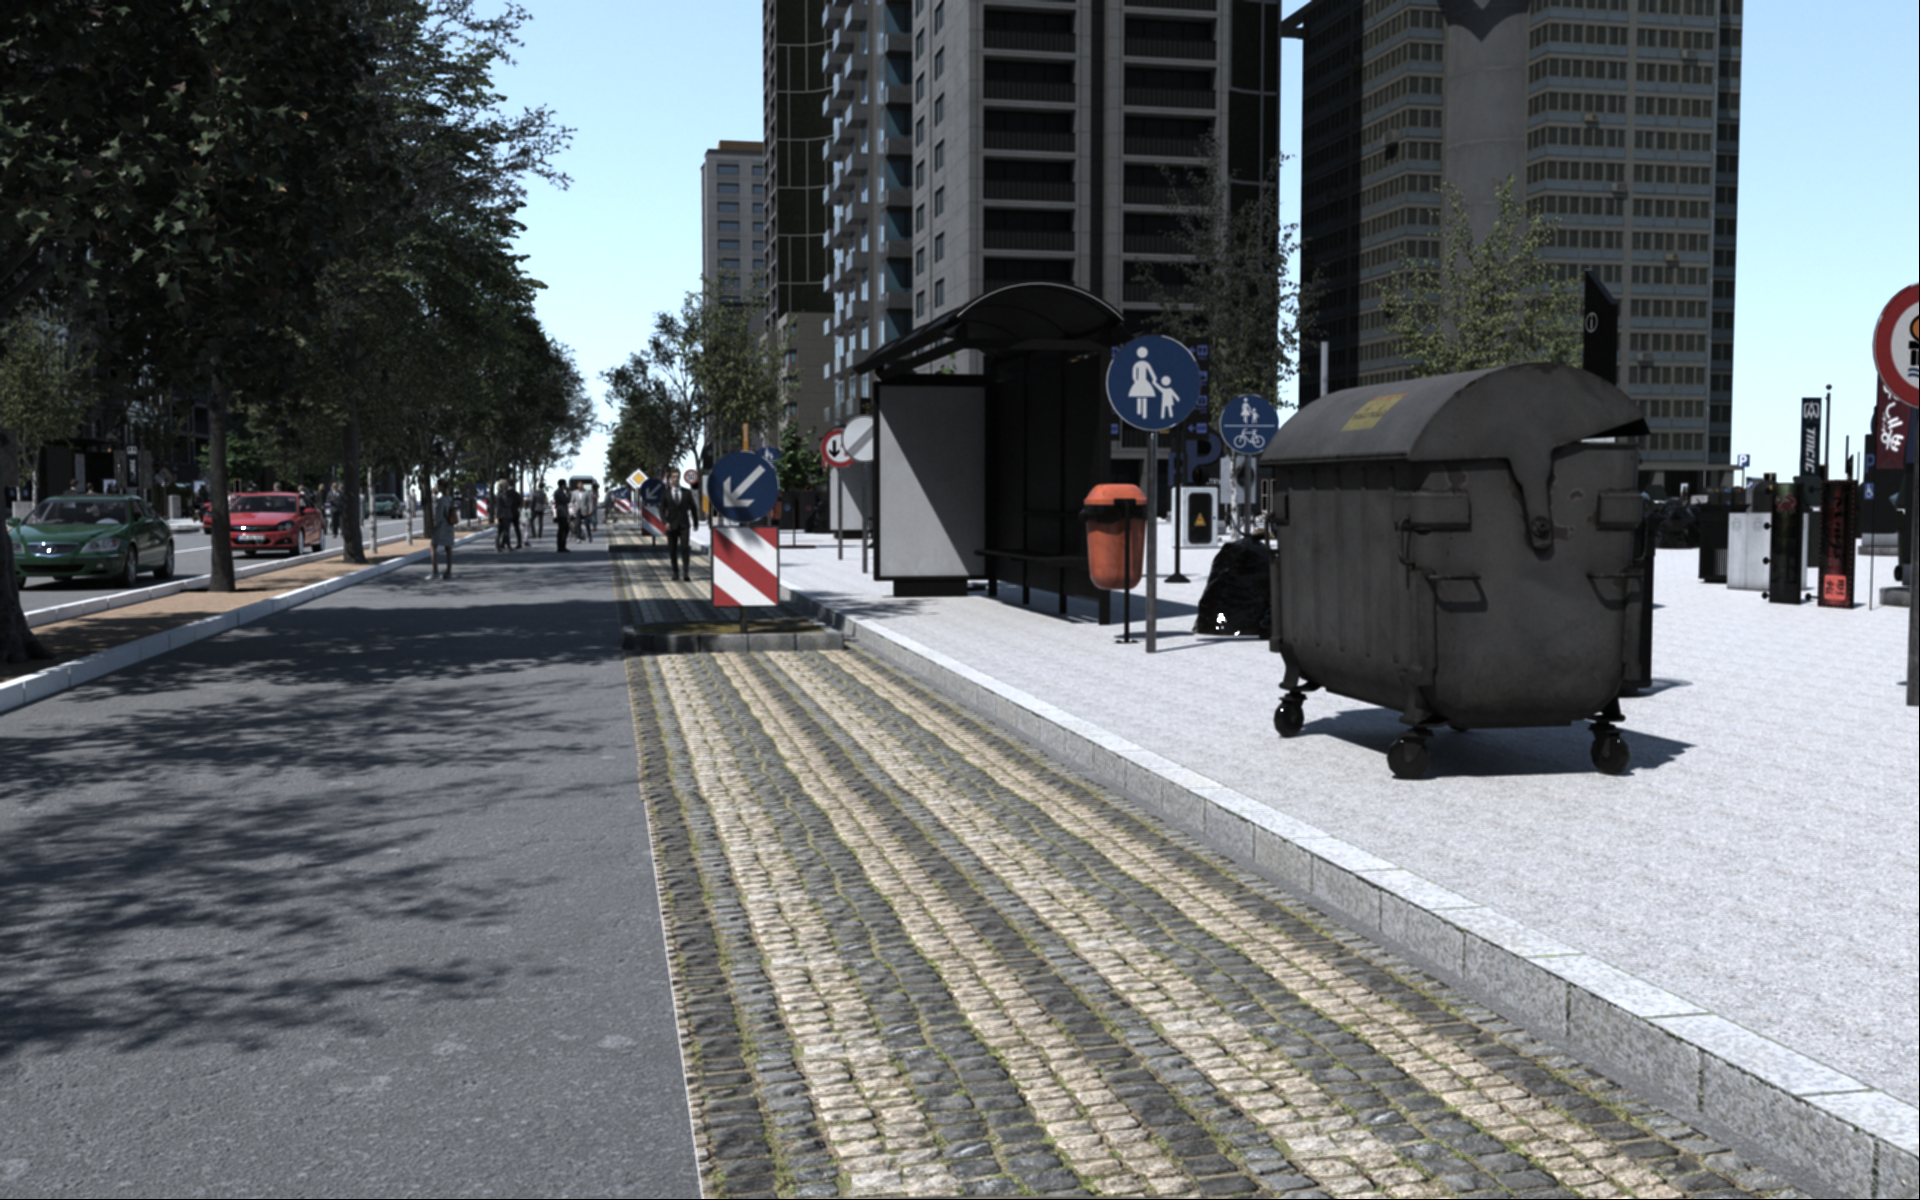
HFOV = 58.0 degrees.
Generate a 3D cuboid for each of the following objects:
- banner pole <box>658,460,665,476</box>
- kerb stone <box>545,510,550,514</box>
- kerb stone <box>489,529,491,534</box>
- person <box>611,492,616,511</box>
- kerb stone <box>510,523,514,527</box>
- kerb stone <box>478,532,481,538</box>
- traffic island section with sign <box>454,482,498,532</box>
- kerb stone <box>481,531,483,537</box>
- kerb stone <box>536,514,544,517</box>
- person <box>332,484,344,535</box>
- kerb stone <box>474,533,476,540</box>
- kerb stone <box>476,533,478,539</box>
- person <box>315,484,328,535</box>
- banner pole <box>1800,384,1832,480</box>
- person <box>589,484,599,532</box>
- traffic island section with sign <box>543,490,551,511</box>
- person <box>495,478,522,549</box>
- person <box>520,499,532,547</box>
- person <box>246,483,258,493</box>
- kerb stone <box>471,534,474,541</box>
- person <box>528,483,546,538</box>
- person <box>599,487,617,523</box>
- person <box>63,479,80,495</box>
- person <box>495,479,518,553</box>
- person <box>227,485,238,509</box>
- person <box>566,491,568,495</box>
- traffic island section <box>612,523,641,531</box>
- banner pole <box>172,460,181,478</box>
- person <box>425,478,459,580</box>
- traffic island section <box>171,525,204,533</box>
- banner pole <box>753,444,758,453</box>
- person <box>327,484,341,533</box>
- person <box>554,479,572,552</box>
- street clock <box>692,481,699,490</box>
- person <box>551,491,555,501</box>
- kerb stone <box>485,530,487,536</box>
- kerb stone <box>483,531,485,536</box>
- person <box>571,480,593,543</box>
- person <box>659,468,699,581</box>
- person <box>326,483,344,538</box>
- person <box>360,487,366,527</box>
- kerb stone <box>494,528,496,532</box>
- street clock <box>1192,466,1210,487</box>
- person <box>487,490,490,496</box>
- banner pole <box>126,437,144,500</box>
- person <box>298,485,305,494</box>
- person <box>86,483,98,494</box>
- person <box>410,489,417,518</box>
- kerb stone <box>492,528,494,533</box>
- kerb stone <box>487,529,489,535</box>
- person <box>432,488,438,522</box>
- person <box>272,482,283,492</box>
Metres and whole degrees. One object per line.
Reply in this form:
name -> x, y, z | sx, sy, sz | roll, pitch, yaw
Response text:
banner pole -> -21.966, -8.369, 126.856 | 0.401, 3.779, 0.863 | -1, 4, -18
kerb stone -> -30.879, -6.550, 129.292 | 0.120, 0.150, 1.000 | -1, 4, -12
kerb stone -> -16.579, -2.343, 60.503 | 0.120, 0.150, 1.000 | -1, 4, -12
person -> -28.797, -8.147, 143.513 | 0.589, 1.601, 0.330 | 0, 4, -7
kerb stone -> -20.654, -3.540, 80.145 | 0.120, 0.150, 1.000 | -1, 4, -12
kerb stone -> -15.531, -2.036, 55.477 | 0.120, 0.150, 1.000 | -1, 4, -12
traffic island section with sign -> -18.935, -3.573, 66.557 | 2.006, 1.907, 1.989 | -1, 4, -12
kerb stone -> -15.751, -2.097, 56.495 | 0.120, 0.150, 1.000 | -1, 4, -12
kerb stone -> -27.950, -5.689, 115.242 | 0.120, 0.150, 1.000 | -1, 4, -12
person -> -21.609, -3.153, 60.448 | 0.834, 1.777, 0.661 | 3, 5, 44
kerb stone -> -15.121, -1.913, 53.470 | 0.120, 0.150, 1.000 | -1, 4, -12
kerb stone -> -15.330, -1.974, 54.474 | 0.120, 0.150, 1.000 | -1, 4, -12
person -> -22.748, -3.230, 61.529 | 0.699, 1.804, 1.509 | -1, 4, -10
banner pole -> 19.557, -3.029, 39.539 | 0.863, 3.779, 0.401 | 0, 4, -3
person -> -14.030, -3.534, 66.296 | 0.388, 1.821, 0.555 | -3, 5, -40
traffic island section with sign -> -35.729, -8.517, 147.383 | 2.006, 1.907, 1.989 | -1, 4, -12
person -> -11.805, -2.267, 45.346 | 0.755, 1.850, 0.659 | 2, 4, 24
person -> -11.822, -2.111, 47.287 | 0.425, 1.301, 0.394 | 2, 4, 26
person -> -30.560, -4.094, 74.793 | 0.474, 1.900, 0.648 | 3, 5, 40
kerb stone -> -14.912, -1.852, 52.469 | 0.120, 0.150, 1.000 | -1, 4, -12
person -> -13.661, -2.891, 55.944 | 0.592, 1.802, 0.473 | -2, 4, -25
person -> -17.193, -4.642, 84.678 | 0.850, 1.792, 0.678 | 0, 3, 0
person -> -24.994, -2.480, 48.828 | 0.659, 1.850, 0.755 | 1, 4, 17
person -> -11.158, -2.069, 42.509 | 0.526, 1.800, 0.537 | -1, 4, -22
person -> -24.371, -2.982, 58.090 | 0.563, 1.720, 0.643 | 2, 4, 35
person -> -33.265, -8.466, 146.935 | 0.388, 1.821, 0.555 | -1, 4, -23
traffic island section -> -14.127, -3.253, 75.462 | 2.009, 0.180, 2.903 | -1, 4, -12
banner pole -> -58.050, -8.471, 128.514 | 0.401, 3.779, 0.863 | 2, 4, 29
person -> -8.706, -1.205, 29.203 | 0.522, 1.701, 0.512 | 0, 4, 4
traffic island section -> -29.435, -2.560, 64.143 | 2.009, 0.180, 2.903 | -1, 4, -12
banner pole -> -10.168, -5.948, 87.265 | 0.863, 3.779, 0.401 | -3, 4, -36
person -> -23.138, -3.403, 64.313 | 0.728, 1.800, 0.709 | 0, 4, -7
person -> -9.802, -2.087, 42.805 | 0.473, 1.802, 0.592 | 0, 4, -4
street clock -> -13.921, -5.301, 91.242 | 0.471, 2.002, 0.358 | 2, 4, 25
person -> -49.767, -12.491, 212.708 | 1.348, 1.826, 0.705 | -3, 4, -36
kerb stone -> -16.168, -2.220, 58.498 | 0.120, 0.150, 1.000 | -1, 4, -12
kerb stone -> -15.956, -2.159, 57.498 | 0.120, 0.150, 1.000 | -1, 4, -12
person -> -11.045, -2.589, 50.677 | 0.661, 1.843, 0.795 | 0, 4, 5
person -> -4.608, -1.232, 28.420 | 0.659, 1.850, 0.755 | -1, 4, -11
person -> -20.364, -2.931, 56.600 | 0.661, 1.801, 0.590 | -2, 4, -24
person -> -25.982, -4.040, 75.119 | 0.480, 1.755, 0.524 | -3, 5, -43
kerb stone -> -17.205, -2.527, 63.515 | 0.120, 0.150, 1.000 | -1, 4, -12
street clock -> 6.300, -2.495, 45.358 | 0.358, 2.002, 0.471 | -2, 4, -28
person -> -39.734, -8.425, 146.648 | 0.661, 1.777, 0.834 | -3, 5, -44
banner pole -> -35.870, -5.227, 75.476 | 0.863, 3.779, 0.401 | -1, 4, -15
person -> -27.564, -3.909, 72.635 | 0.641, 1.798, 0.478 | -2, 4, -32
person -> -26.896, -2.745, 53.722 | 0.374, 1.781, 0.599 | 3, 4, 36
person -> -32.800, -5.811, 104.082 | 0.524, 1.755, 0.480 | 2, 4, 33
kerb stone -> -16.995, -2.466, 62.511 | 0.120, 0.150, 1.000 | -1, 4, -12
kerb stone -> -16.365, -2.282, 59.501 | 0.120, 0.150, 1.000 | -1, 4, -12
person -> -26.914, -4.873, 88.740 | 0.524, 1.755, 0.480 | 2, 4, 34
person -> -20.070, -2.565, 50.840 | 0.834, 1.777, 0.661 | 2, 4, 32
